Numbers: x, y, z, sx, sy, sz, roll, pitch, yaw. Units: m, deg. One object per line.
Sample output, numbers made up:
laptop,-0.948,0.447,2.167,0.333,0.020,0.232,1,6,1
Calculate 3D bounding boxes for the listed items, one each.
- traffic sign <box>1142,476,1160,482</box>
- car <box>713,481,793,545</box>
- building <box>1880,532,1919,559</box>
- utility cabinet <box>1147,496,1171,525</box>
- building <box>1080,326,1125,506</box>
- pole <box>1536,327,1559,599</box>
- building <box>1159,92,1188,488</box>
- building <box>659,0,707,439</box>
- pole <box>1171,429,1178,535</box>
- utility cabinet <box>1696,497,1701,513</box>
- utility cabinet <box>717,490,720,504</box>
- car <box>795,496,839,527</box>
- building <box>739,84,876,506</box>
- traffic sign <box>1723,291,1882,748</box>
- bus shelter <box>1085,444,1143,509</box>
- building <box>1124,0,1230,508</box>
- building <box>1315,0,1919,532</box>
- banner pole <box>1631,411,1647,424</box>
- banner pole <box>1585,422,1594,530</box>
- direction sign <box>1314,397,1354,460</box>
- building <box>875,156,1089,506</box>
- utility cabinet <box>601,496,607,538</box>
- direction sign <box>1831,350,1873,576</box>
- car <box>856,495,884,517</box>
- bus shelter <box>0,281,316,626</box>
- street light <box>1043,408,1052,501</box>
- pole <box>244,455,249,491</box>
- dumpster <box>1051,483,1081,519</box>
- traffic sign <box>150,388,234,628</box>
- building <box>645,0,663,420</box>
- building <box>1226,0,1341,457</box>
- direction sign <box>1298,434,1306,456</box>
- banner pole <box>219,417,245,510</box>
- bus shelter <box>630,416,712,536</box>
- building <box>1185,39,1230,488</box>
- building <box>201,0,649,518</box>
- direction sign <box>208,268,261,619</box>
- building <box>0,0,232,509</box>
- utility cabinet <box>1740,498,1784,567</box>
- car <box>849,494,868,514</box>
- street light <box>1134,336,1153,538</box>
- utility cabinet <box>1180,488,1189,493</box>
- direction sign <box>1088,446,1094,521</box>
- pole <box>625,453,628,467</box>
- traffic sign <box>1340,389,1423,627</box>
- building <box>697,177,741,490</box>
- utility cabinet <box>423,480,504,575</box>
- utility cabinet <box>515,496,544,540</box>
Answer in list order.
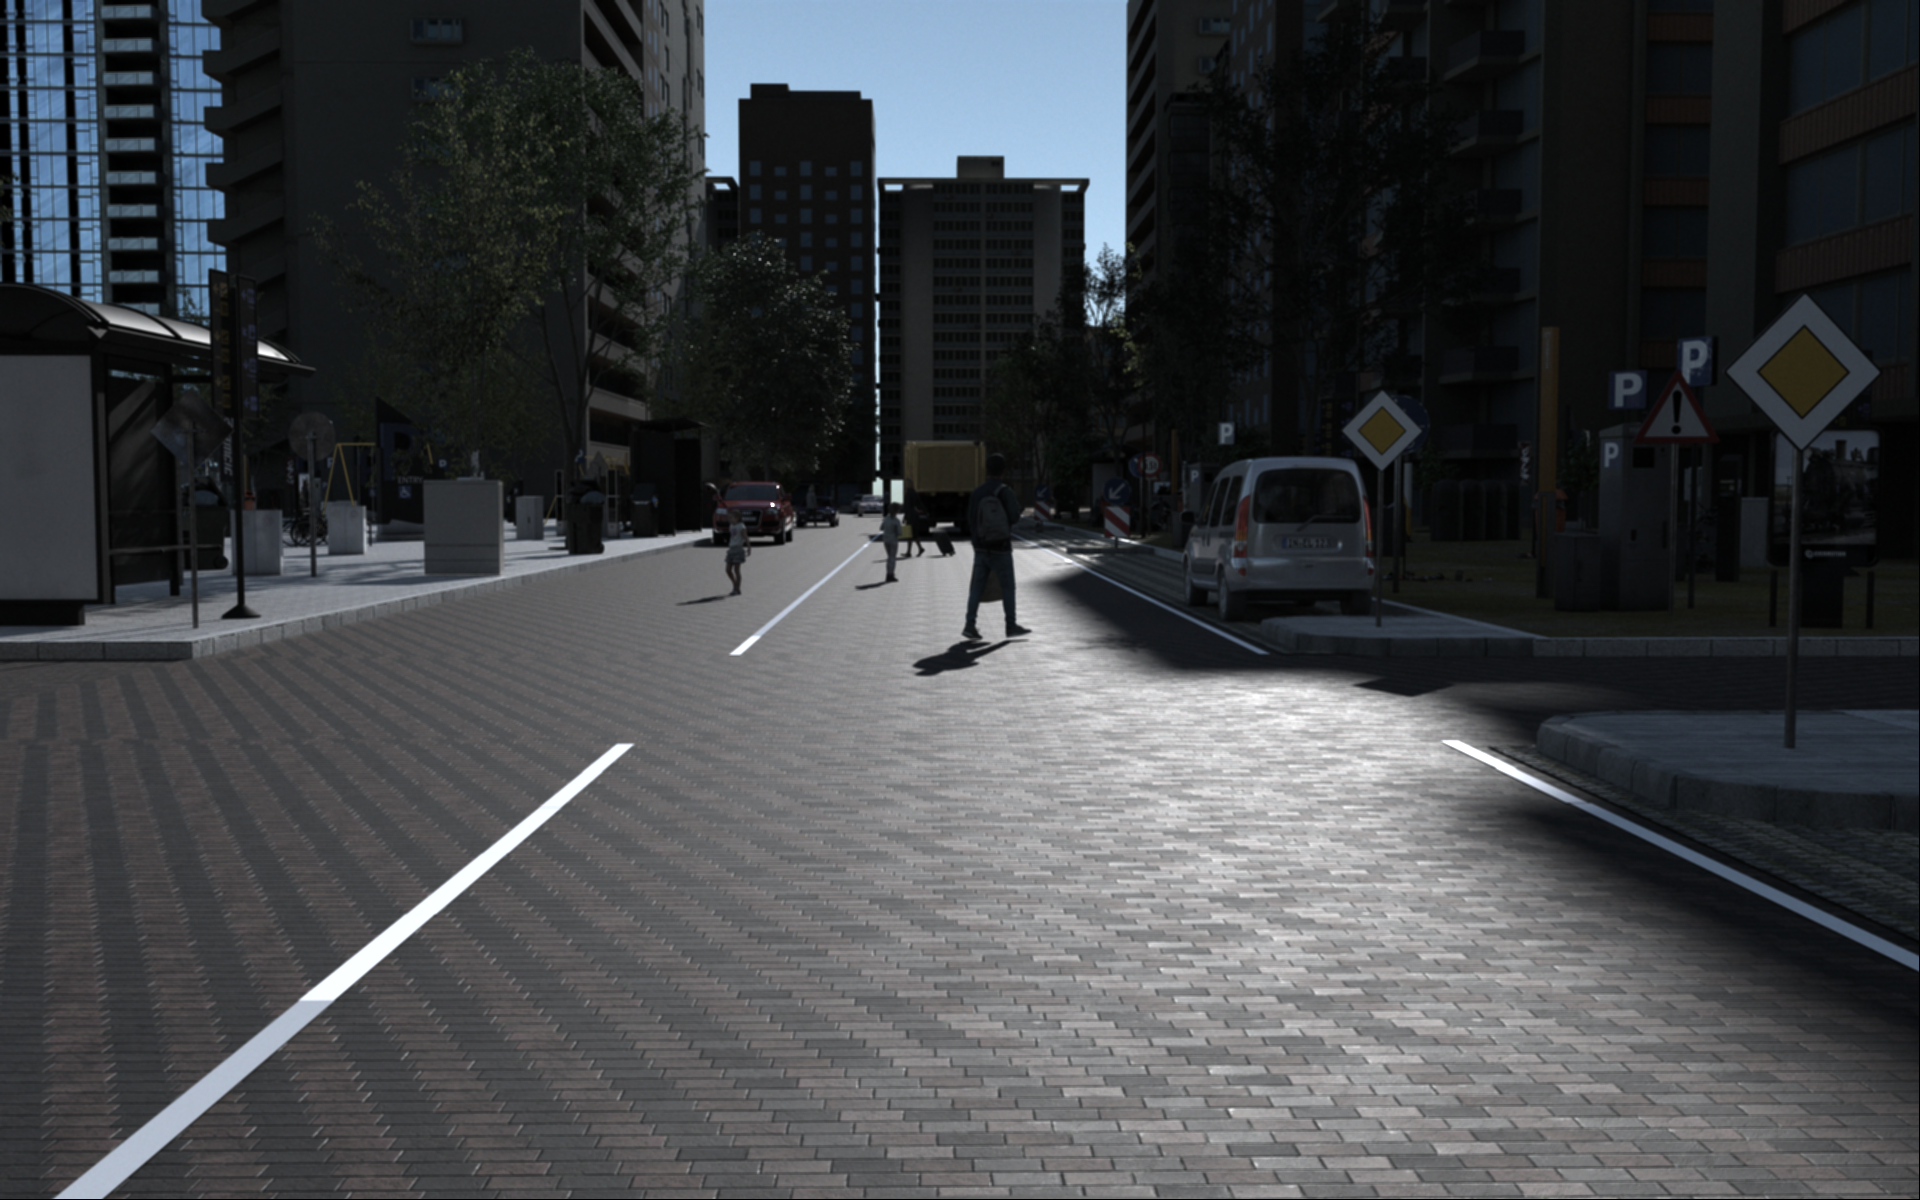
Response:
traffic sign,8.051,-4.492,73.446,0.884,2.594,0.081,0,4,8
car,-6.013,-2.568,50.665,2.281,1.827,5.304,0,4,-2
building,31.284,-23.380,36.886,28.867,44.769,22.147,0,4,-1
utility cabinet,8.346,-3.744,72.368,1.020,1.237,0.306,2,4,24
building,28.807,-21.750,200.644,28.899,21.520,27.650,0,4,-1
pole,7.209,-1.676,21.241,0.158,3.312,0.155,0,3,0
building,21.560,-21.807,128.242,14.160,30.474,14.107,0,4,-1
building,-35.538,-33.806,141.962,27.495,52.752,28.713,0,4,-1
pole,6.762,-3.716,54.598,0.158,3.312,0.155,0,3,0
utility cabinet,22.399,-2.526,52.466,0.306,1.237,1.020,2,4,24
utility cabinet,-12.460,-5.033,90.976,0.318,1.500,1.173,0,4,4
car,-6.266,-3.894,76.250,1.945,1.354,3.894,0,4,-1
building,-16.608,-33.182,192.640,14.200,45.320,14.600,0,4,-1
traffic sign,4.191,-0.309,8.692,0.795,2.450,0.064,0,4,-1
bus shelter,6.487,-4.803,72.452,2.014,3.302,5.546,0,4,-1
building,25.767,-31.935,145.840,21.300,48.544,21.600,0,4,-1
building,28.163,-25.851,77.294,22.147,44.769,28.867,0,4,-1
banner pole,20.650,-3.837,52.750,0.401,3.779,0.863,-1,4,-19
banner pole,21.711,-4.276,59.922,0.863,3.779,0.401,-3,5,-41
direction sign,8.873,-2.988,40.854,0.876,3.537,0.379,3,5,44
building,2.325,-31.185,201.750,23.993,40.220,32.217,0,4,-1
utility cabinet,-10.603,-2.441,51.076,0.306,1.237,1.020,1,4,21
direction sign,13.951,-2.150,27.155,0.876,3.537,0.379,-2,4,-26
car,-5.589,-6.023,110.843,2.083,1.381,4.827,0,4,-3
bus shelter,-9.145,-1.552,19.305,2.014,3.302,5.546,0,4,-1
street light,4.624,-7.245,91.249,0.468,5.910,1.993,0,4,-1
pole,-36.956,-5.864,89.713,0.158,3.312,0.155,0,3,0
dumpster,5.470,-5.290,88.979,1.502,2.255,1.985,0,4,-1
traffic sign,-7.300,-0.786,16.486,0.795,2.450,0.064,0,4,-1
building,-28.607,-28.698,119.317,14.600,45.320,14.200,0,4,-1
building,23.567,-27.492,99.613,14.600,45.320,14.200,0,4,-1
direction sign,13.097,-4.464,64.989,0.876,3.537,0.379,2,4,35
banner pole,-19.041,-3.388,45.419,0.863,3.779,0.401,0,4,6
bus shelter,-9.196,-3.927,55.484,1.731,3.624,6.357,0,4,-1
building,23.219,-20.947,114.189,14.160,30.474,14.107,0,4,-1
building,-30.739,-29.210,101.278,21.300,48.544,21.600,0,4,-1
direction sign,-7.468,-1.584,17.895,0.379,3.537,0.876,0,4,6
building,-65.866,-50.751,142.444,31.000,86.520,22.319,0,4,-1
utility cabinet,14.147,-1.194,30.681,1.020,1.237,0.306,1,4,20
car,-6.947,-6.909,124.970,2.014,1.417,4.499,0,4,1
street light,5.402,-4.770,50.781,0.468,5.910,1.993,0,4,-1
utility cabinet,8.536,-3.292,62.507,1.173,1.500,0.318,2,4,29
direction sign,6.146,-5.448,81.064,0.876,3.537,0.379,3,5,44
pole,-16.364,-5.581,85.091,0.158,3.312,0.155,0,3,0
traffic sign,4.043,-0.797,16.675,0.795,2.450,0.064,0,4,-1
building,-36.435,-31.125,200.770,23.993,40.220,32.217,0,4,-1
utility cabinet,-7.801,-1.136,27.250,1.173,1.500,0.318,0,4,0
utility cabinet,-12.195,-2.318,49.061,1.020,1.237,0.306,3,5,44
